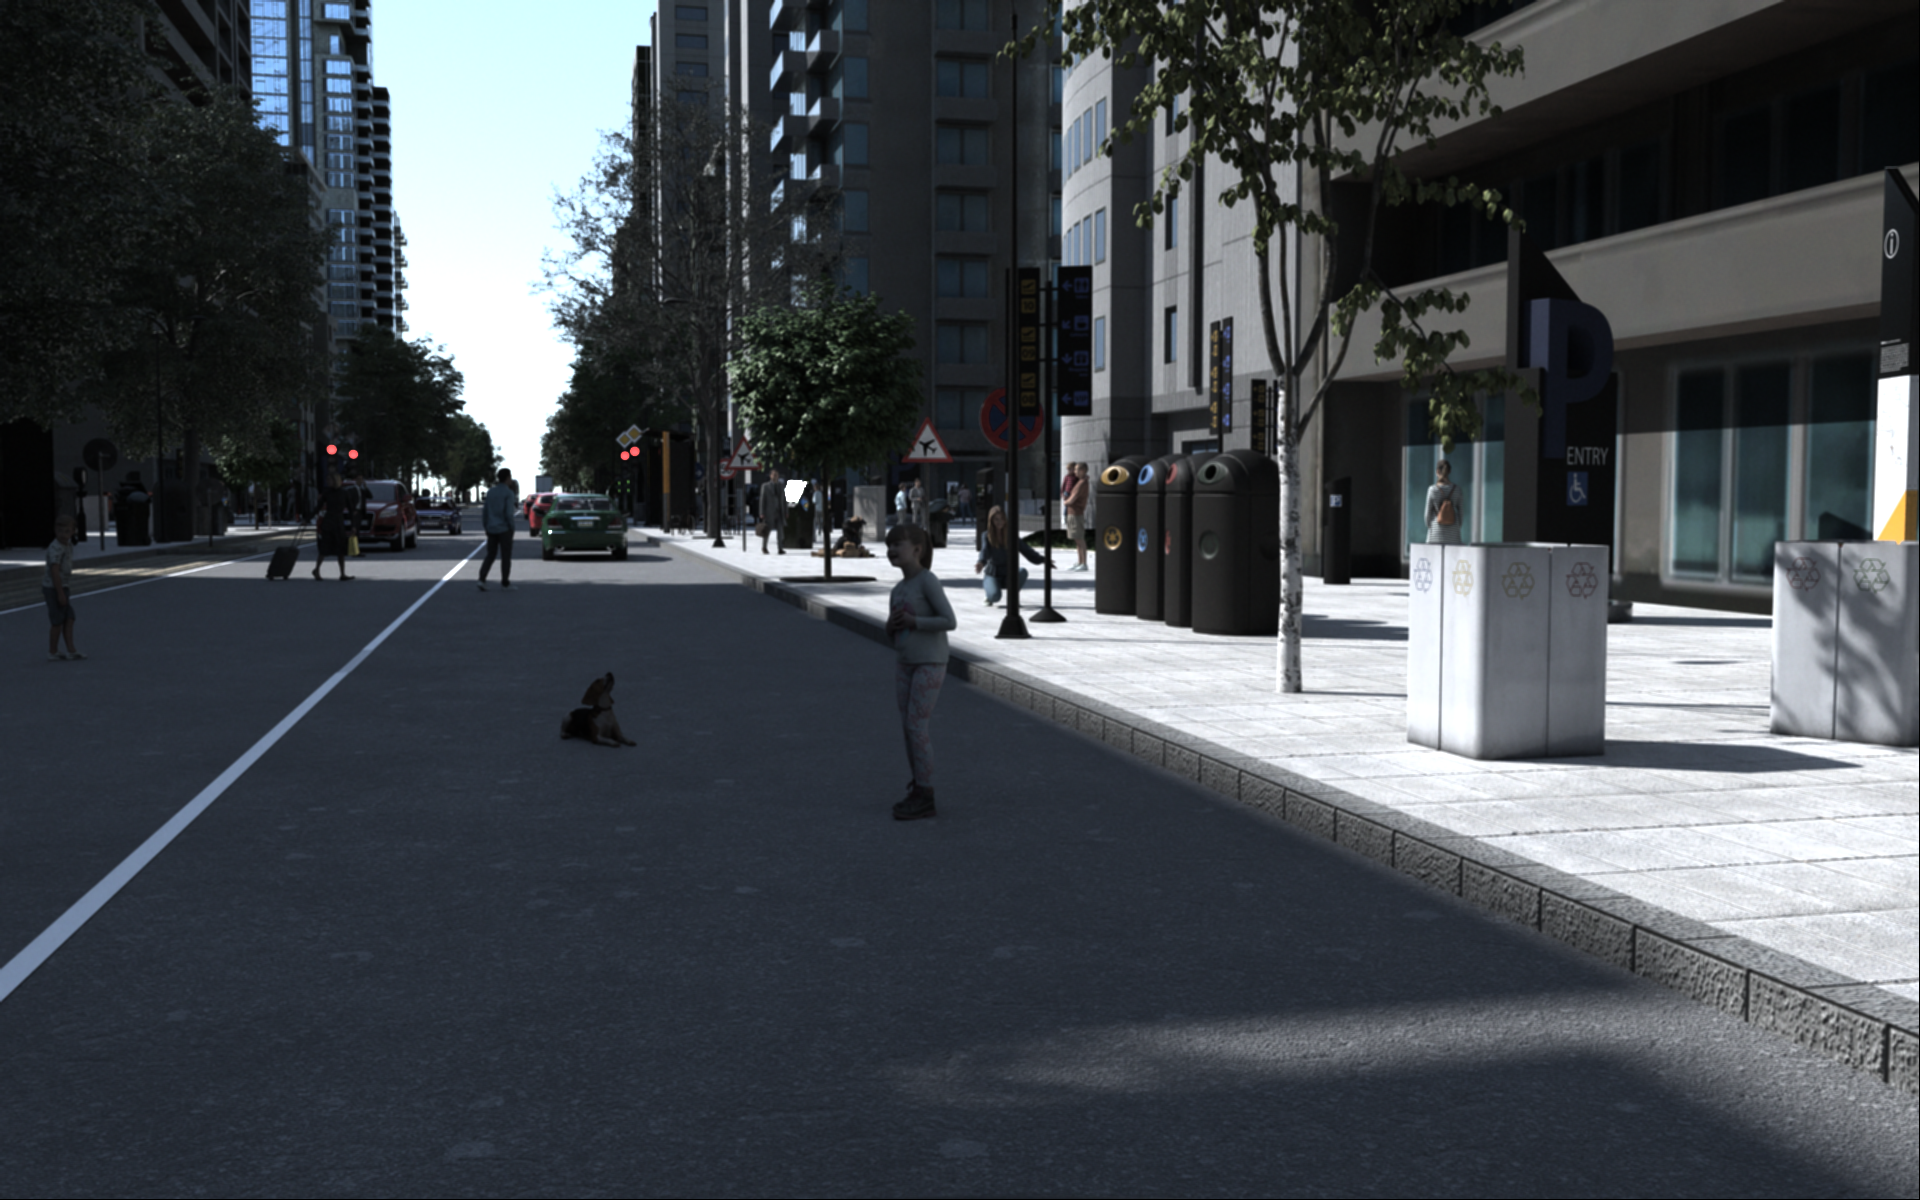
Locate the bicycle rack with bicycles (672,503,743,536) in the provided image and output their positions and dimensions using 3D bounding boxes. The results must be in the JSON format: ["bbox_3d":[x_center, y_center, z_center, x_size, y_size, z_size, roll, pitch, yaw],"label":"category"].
[{"bbox_3d":[-7.912,-2.519,54.563,2.852,0.926,2.925,0,4,-2],"label":"bicycle rack with bicycles"}]

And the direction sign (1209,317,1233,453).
[{"bbox_3d":[3.395,-1.871,22.596,0.379,3.537,0.876,-1,4,-9],"label":"direction sign"}]

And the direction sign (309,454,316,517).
[{"bbox_3d":[-36.587,-6.467,97.724,0.379,3.537,0.876,0,4,-7],"label":"direction sign"}]

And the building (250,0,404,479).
[{"bbox_3d":[-90.983,-57.066,245.706,22.319,86.520,31.000,-1,4,-14],"label":"building"}]

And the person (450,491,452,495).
[{"bbox_3d":[-77.566,-15.739,264.049,0.551,1.740,0.621,1,4,19],"label":"person"}]

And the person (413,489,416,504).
[{"bbox_3d":[-49.649,-9.253,158.055,0.721,1.736,1.217,-3,5,-41],"label":"person"}]

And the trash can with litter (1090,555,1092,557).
[{"bbox_3d":[3.640,-1.445,34.678,1.678,1.210,2.233,-1,4,-13],"label":"trash can with litter"}]

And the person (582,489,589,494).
[{"bbox_3d":[-34.578,-9.413,159.940,1.348,1.824,0.705,-2,4,-25],"label":"person"}]

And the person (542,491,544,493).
[{"bbox_3d":[-59.296,-14.536,246.152,0.705,1.826,1.348,-1,4,-22],"label":"person"}]

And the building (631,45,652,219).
[{"bbox_3d":[-43.592,-51.330,277.491,20.563,71.187,20.611,-1,4,-14],"label":"building"}]

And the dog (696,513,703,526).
[{"bbox_3d":[-10.391,-3.229,69.628,0.406,0.507,0.540,1,4,9],"label":"dog"}]

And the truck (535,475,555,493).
[{"bbox_3d":[-63.050,-16.756,262.877,2.839,4.237,11.283,-1,4,-12],"label":"truck"}]

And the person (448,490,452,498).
[{"bbox_3d":[-56.772,-11.401,193.176,0.721,1.743,1.217,-2,4,-27],"label":"person"}]

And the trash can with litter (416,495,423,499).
[{"bbox_3d":[-45.219,-8.204,145.520,0.624,1.170,1.055,0,4,6],"label":"trash can with litter"}]

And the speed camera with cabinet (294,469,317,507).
[{"bbox_3d":[-52.212,-8.760,137.566,0.660,3.252,2.038,3,5,43],"label":"speed camera with cabinet"}]

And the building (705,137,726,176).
[{"bbox_3d":[-13.685,-29.940,181.407,32.217,40.220,23.993,-1,4,-14],"label":"building"}]

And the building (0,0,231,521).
[{"bbox_3d":[-51.005,-28.415,88.287,21.300,48.544,21.600,-1,4,-14],"label":"building"}]

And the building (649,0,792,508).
[{"bbox_3d":[-25.731,-40.559,205.130,21.231,58.520,28.212,-1,4,-14],"label":"building"}]

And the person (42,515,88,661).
[{"bbox_3d":[-7.739,-0.108,14.950,0.352,1.250,0.332,2,4,27],"label":"person"}]

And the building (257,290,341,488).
[{"bbox_3d":[-72.087,-19.014,155.921,27.650,21.520,28.899,-1,4,-14],"label":"building"}]

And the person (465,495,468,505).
[{"bbox_3d":[-57.704,-11.884,202.757,0.705,1.831,1.348,0,4,-7],"label":"person"}]

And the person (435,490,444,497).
[{"bbox_3d":[-58.396,-11.503,194.792,1.217,1.739,0.721,-2,4,-23],"label":"person"}]

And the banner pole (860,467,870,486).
[{"bbox_3d":[-4.747,-5.849,85.648,0.863,3.779,0.401,3,5,41],"label":"banner pole"}]

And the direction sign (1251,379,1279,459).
[{"bbox_3d":[6.126,-2.590,34.346,0.876,3.537,0.379,-2,4,-26],"label":"direction sign"}]

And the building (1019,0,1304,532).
[{"bbox_3d":[13.862,-31.109,50.624,21.231,58.520,28.212,-1,4,-14],"label":"building"}]

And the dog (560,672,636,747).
[{"bbox_3d":[-2.091,0.614,10.156,0.550,0.427,0.748,0,4,5],"label":"dog"}]

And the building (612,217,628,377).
[{"bbox_3d":[-48.540,-41.282,298.661,21.300,48.544,21.600,-1,4,-14],"label":"building"}]

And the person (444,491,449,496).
[{"bbox_3d":[-79.448,-16.039,268.370,1.350,1.814,0.705,3,4,36],"label":"person"}]

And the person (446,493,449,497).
[{"bbox_3d":[-68.020,-13.489,229.821,0.421,1.427,0.697,-1,4,-19],"label":"person"}]

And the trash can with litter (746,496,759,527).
[{"bbox_3d":[-7.947,-3.520,68.603,1.678,1.210,2.233,0,4,-1],"label":"trash can with litter"}]

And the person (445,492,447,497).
[{"bbox_3d":[-89.113,-17.927,300.610,0.415,1.643,0.593,1,4,22],"label":"person"}]

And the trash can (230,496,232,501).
[{"bbox_3d":[-48.452,-6.278,114.298,0.748,1.137,0.748,0,3,0],"label":"trash can"}]

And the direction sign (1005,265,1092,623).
[{"bbox_3d":[0.884,-1.551,17.354,0.876,3.537,0.379,1,4,15],"label":"direction sign"}]

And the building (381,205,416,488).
[{"bbox_3d":[-99.836,-40.163,276.266,23.786,49.044,30.456,-1,4,-14],"label":"building"}]

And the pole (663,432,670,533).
[{"bbox_3d":[-9.590,-3.838,56.597,0.158,3.312,0.155,0,3,0],"label":"pole"}]

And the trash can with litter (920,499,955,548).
[{"bbox_3d":[-0.653,-1.811,40.992,0.624,1.170,1.055,3,5,39],"label":"trash can with litter"}]

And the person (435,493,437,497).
[{"bbox_3d":[-68.873,-13.342,227.419,0.421,1.427,0.697,0,4,7],"label":"person"}]

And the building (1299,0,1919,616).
[{"bbox_3d":[18.152,-24.126,18.168,21.300,48.544,21.600,-1,4,-14],"label":"building"}]

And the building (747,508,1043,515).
[{"bbox_3d":[-7.821,-36.343,136.212,21.231,58.520,28.212,-1,4,-14],"label":"building"}]

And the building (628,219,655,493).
[{"bbox_3d":[-42.543,-35.217,259.393,14.154,41.232,14.086,-1,4,-14],"label":"building"}]

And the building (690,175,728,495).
[{"bbox_3d":[-18.031,-23.795,160.746,14.160,30.474,14.107,-1,4,-14],"label":"building"}]

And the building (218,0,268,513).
[{"bbox_3d":[-59.046,-41.794,121.584,20.563,71.187,20.611,-1,4,-14],"label":"building"}]

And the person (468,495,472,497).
[{"bbox_3d":[-77.865,-16.372,274.435,1.217,1.736,0.721,-3,4,-39],"label":"person"}]

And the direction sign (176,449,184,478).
[{"bbox_3d":[-38.741,-5.784,86.573,0.379,3.537,0.876,2,4,29],"label":"direction sign"}]

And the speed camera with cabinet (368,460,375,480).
[{"bbox_3d":[-35.155,-6.551,101.450,2.038,3.252,0.660,-1,4,-9],"label":"speed camera with cabinet"}]

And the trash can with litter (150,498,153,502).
[{"bbox_3d":[-27.681,-2.985,60.186,1.055,1.170,0.624,2,4,28],"label":"trash can with litter"}]

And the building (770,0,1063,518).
[{"bbox_3d":[3.947,-29.575,103.156,30.456,49.044,23.786,-1,4,-14],"label":"building"}]

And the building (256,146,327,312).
[{"bbox_3d":[-80.043,-29.890,180.585,32.217,40.220,23.993,-1,4,-14],"label":"building"}]

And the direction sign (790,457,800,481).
[{"bbox_3d":[-3.949,-3.085,42.438,0.876,3.537,0.379,3,5,43],"label":"direction sign"}]

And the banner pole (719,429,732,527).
[{"bbox_3d":[-9.078,-4.690,66.705,0.863,3.779,0.401,3,4,38],"label":"banner pole"}]

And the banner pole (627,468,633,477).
[{"bbox_3d":[-23.565,-8.186,123.864,0.401,3.779,0.863,2,4,34],"label":"banner pole"}]
